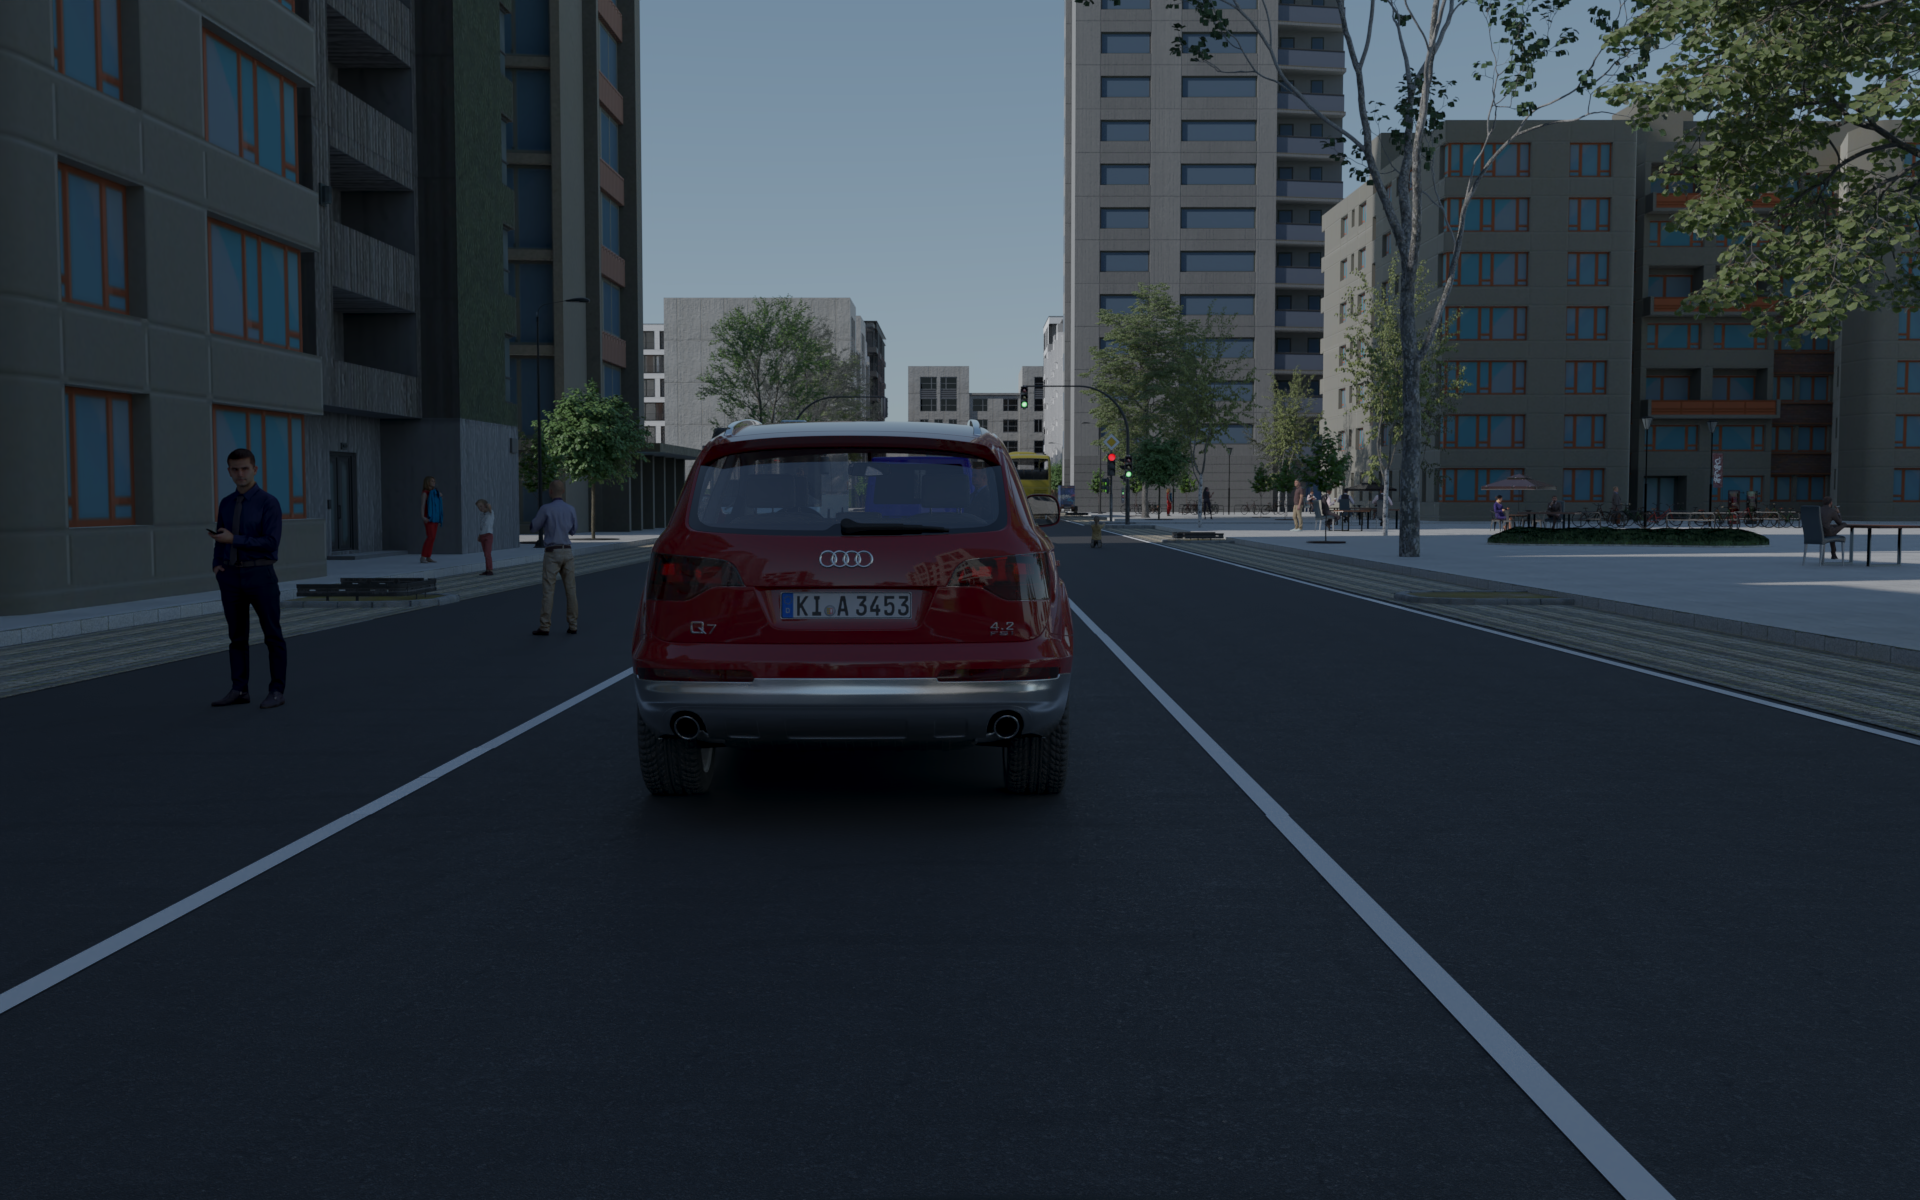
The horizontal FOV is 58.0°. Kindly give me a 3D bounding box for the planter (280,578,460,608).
[{"bbox_3d":[-7.677,-0.092,22.648,1.991,0.319,1.994,0,4,0],"label":"planter"}]

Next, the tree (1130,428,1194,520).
[{"bbox_3d":[9.900,-6.238,85.711,4.285,4.588,4.351,0,3,0],"label":"tree"}]

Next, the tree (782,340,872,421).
[{"bbox_3d":[-10.074,-12.714,126.002,7.486,12.596,7.792,0,3,0],"label":"tree"}]

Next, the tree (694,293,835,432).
[{"bbox_3d":[-10.231,-10.024,89.654,9.928,11.665,9.643,0,3,0],"label":"tree"}]

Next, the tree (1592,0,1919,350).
[{"bbox_3d":[8.910,-5.890,14.429,7.486,12.596,7.792,0,3,0],"label":"tree"}]

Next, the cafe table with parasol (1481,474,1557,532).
[{"bbox_3d":[18.970,-3.298,58.788,2.610,1.966,2.610,0,4,5],"label":"cafe table with parasol"}]

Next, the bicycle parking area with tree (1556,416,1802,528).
[{"bbox_3d":[27.436,-4.815,65.720,8.231,4.147,9.016,-2,4,-28],"label":"bicycle parking area with tree"}]

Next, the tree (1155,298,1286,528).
[{"bbox_3d":[9.316,-7.086,66.220,4.737,8.622,4.395,0,3,0],"label":"tree"}]

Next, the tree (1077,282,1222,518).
[{"bbox_3d":[10.104,-10.673,92.633,7.486,12.596,7.792,0,3,0],"label":"tree"}]

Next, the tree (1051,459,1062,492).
[{"bbox_3d":[9.295,-10.828,160.754,4.285,4.588,4.351,0,3,0],"label":"tree"}]

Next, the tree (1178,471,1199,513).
[{"bbox_3d":[15.272,-7.510,117.389,1.663,3.219,1.824,0,3,0],"label":"tree"}]

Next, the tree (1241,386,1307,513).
[{"bbox_3d":[21.488,-10.225,117.537,4.360,8.622,3.978,0,3,0],"label":"tree"}]

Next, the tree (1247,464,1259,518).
[{"bbox_3d":[16.360,-6.119,94.653,1.663,3.219,1.824,0,3,0],"label":"tree"}]

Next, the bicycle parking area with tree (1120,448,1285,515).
[{"bbox_3d":[15.339,-7.482,109.334,9.016,4.147,8.231,-1,4,-21],"label":"bicycle parking area with tree"}]

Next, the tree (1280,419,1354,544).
[{"bbox_3d":[9.419,-3.092,45.159,1.663,3.219,1.824,0,3,0],"label":"tree"}]

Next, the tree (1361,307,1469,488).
[{"bbox_3d":[17.600,-7.169,67.579,4.360,8.622,3.978,0,3,0],"label":"tree"}]

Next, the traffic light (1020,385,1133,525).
[{"bbox_3d":[4.891,-5.970,72.275,4.771,5.953,1.251,0,4,0],"label":"traffic light"}]

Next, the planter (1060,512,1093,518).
[{"bbox_3d":[7.106,-5.184,105.904,1.991,0.319,1.994,0,4,0],"label":"planter"}]

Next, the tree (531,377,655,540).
[{"bbox_3d":[-10.223,-3.956,48.401,4.285,4.588,4.351,0,3,0],"label":"tree"}]

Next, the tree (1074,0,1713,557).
[{"bbox_3d":[8.230,-10.877,33.732,12.611,20.169,13.585,0,3,0],"label":"tree"}]

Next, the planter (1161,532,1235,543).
[{"bbox_3d":[6.968,-1.832,51.097,1.991,0.319,1.994,0,4,0],"label":"planter"}]

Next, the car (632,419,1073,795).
[{"bbox_3d":[-0.523,-0.069,9.801,2.281,1.827,5.304,0,4,-1],"label":"car"}]

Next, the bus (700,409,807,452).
[{"bbox_3d":[-4.561,-3.103,45.594,2.948,3.499,13.247,0,4,-1],"label":"bus"}]

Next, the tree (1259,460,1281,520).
[{"bbox_3d":[15.924,-5.532,85.054,1.663,3.219,1.824,0,3,0],"label":"tree"}]

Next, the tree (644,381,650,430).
[{"bbox_3d":[-18.182,-8.436,88.287,4.737,8.622,4.395,0,3,0],"label":"tree"}]

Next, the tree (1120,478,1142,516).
[{"bbox_3d":[10.001,-6.425,99.656,1.663,3.219,1.824,0,3,0],"label":"tree"}]

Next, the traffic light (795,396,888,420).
[{"bbox_3d":[-5.727,-6.470,80.446,4.771,5.953,1.251,0,4,0],"label":"traffic light"}]

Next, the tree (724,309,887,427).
[{"bbox_3d":[-9.976,-12.417,113.389,12.009,13.543,11.850,0,3,0],"label":"tree"}]

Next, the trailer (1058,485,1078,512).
[{"bbox_3d":[7.134,-6.718,116.894,1.471,1.999,3.904,0,3,0],"label":"trailer"}]

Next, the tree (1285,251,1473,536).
[{"bbox_3d":[13.343,-6.300,53.365,4.737,8.622,4.395,0,3,0],"label":"tree"}]

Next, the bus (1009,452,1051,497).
[{"bbox_3d":[3.643,-6.617,99.740,2.896,3.916,12.252,0,4,0],"label":"bus"}]

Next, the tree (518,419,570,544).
[{"bbox_3d":[-10.821,-3.067,44.743,1.663,3.219,1.824,0,3,0],"label":"tree"}]

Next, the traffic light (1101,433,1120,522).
[{"bbox_3d":[7.002,-5.595,80.396,0.839,4.253,0.868,0,4,0],"label":"traffic light"}]

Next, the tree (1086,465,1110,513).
[{"bbox_3d":[9.249,-7.471,116.751,1.663,3.219,1.824,0,3,0],"label":"tree"}]

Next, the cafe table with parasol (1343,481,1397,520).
[{"bbox_3d":[20.533,-5.013,86.821,2.610,1.966,2.610,2,4,34],"label":"cafe table with parasol"}]
